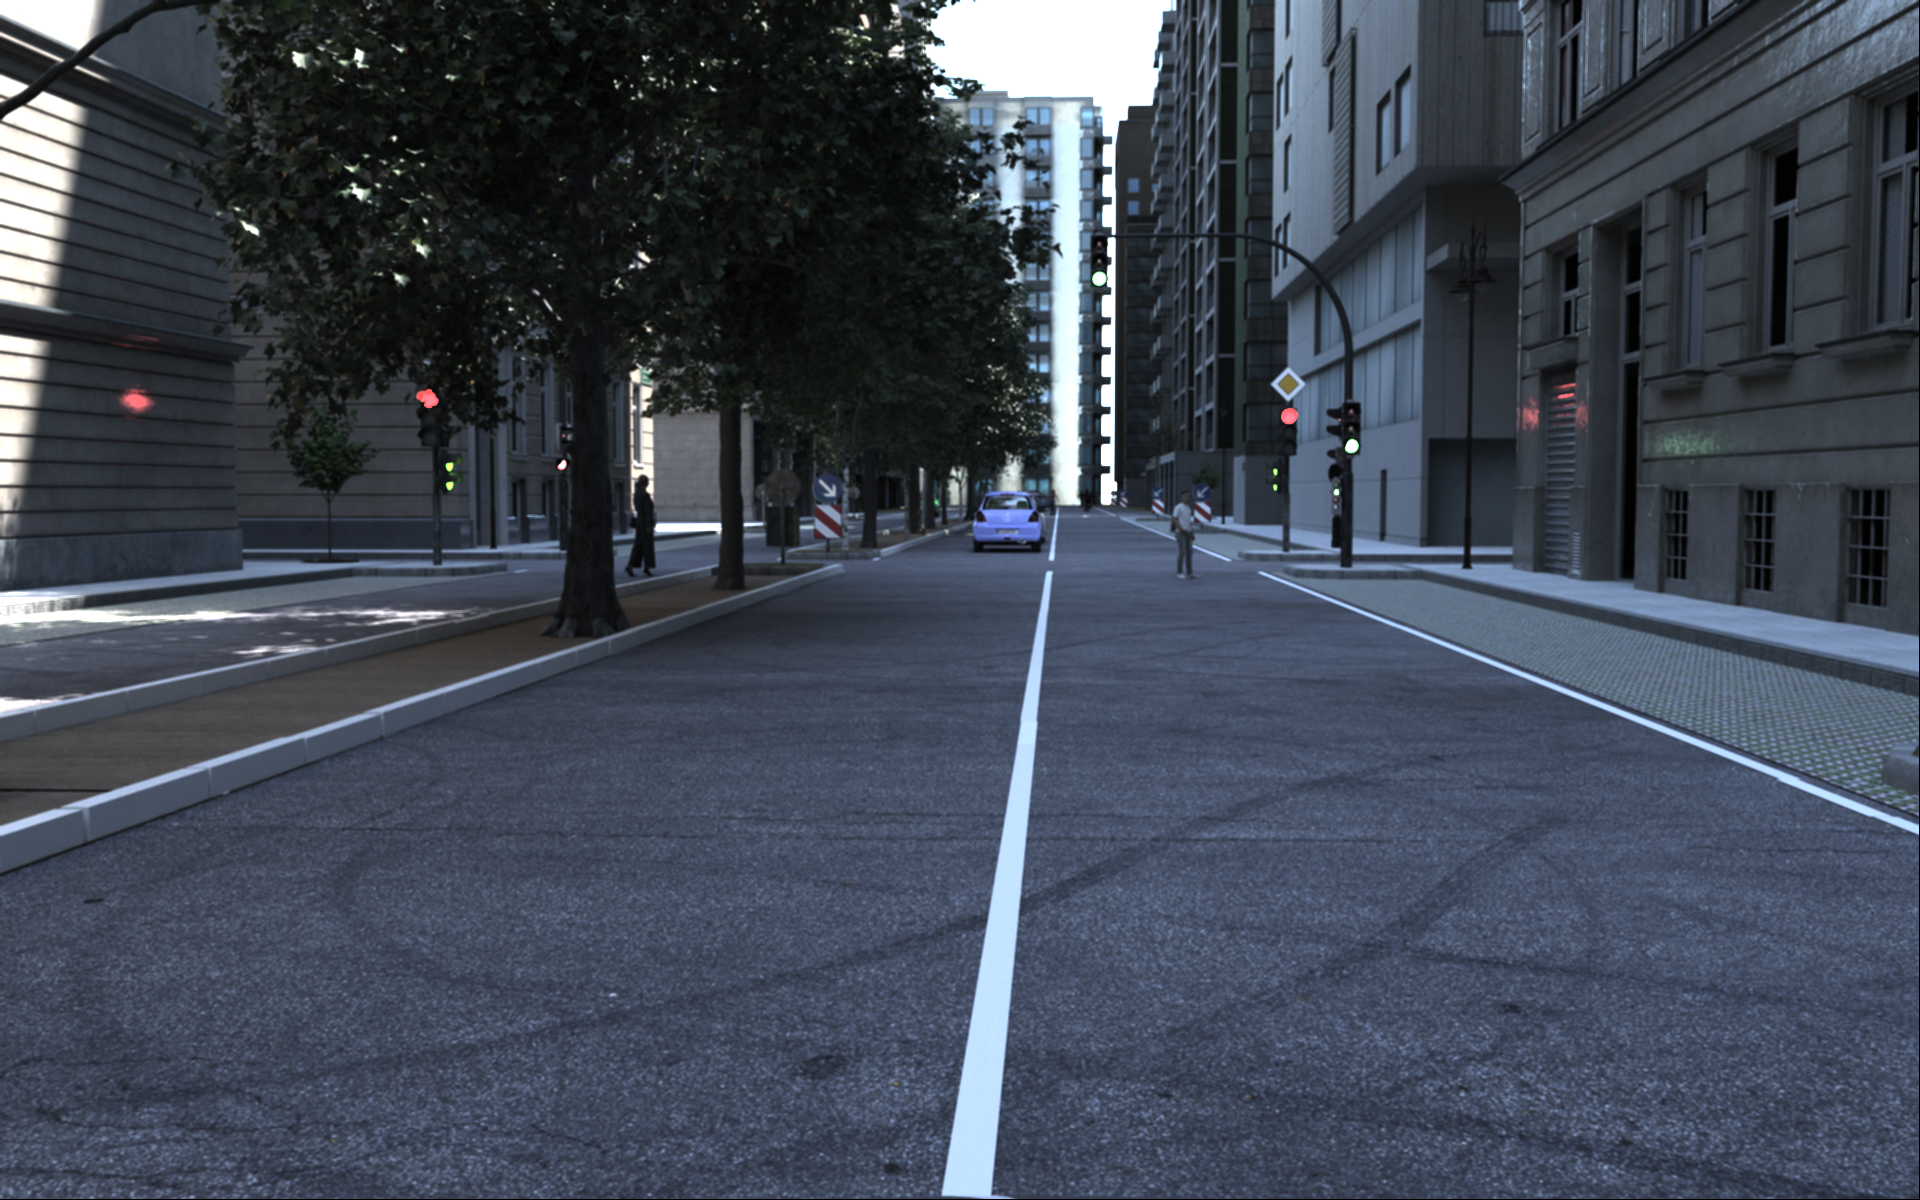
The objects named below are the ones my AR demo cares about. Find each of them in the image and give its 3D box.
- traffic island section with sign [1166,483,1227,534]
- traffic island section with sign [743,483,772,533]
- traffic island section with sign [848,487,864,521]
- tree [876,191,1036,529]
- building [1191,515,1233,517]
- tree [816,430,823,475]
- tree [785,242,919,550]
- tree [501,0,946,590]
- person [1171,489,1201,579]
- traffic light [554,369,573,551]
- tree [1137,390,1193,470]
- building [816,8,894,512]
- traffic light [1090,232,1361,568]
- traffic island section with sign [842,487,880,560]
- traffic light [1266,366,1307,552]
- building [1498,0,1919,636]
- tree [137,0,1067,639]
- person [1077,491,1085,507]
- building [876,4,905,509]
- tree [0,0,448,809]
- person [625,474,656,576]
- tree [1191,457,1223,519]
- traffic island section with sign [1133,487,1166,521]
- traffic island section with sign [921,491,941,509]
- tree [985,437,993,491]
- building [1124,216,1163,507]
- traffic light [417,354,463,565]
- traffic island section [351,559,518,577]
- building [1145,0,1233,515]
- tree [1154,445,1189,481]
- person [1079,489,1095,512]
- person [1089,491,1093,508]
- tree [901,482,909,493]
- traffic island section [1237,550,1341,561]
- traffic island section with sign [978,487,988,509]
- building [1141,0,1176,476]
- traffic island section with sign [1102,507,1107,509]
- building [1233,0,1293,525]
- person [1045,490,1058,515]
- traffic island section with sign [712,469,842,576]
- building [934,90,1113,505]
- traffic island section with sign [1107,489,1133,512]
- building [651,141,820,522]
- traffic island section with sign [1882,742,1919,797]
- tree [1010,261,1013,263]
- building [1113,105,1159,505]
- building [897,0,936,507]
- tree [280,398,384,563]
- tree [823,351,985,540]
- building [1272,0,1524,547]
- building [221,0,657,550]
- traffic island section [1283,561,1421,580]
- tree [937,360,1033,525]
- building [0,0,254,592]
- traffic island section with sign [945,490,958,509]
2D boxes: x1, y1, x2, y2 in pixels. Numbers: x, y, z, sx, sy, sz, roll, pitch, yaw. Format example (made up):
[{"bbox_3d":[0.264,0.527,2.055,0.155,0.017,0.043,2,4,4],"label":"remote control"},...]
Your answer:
[{"bbox_3d":[8.691,-3.346,63.342,1.989,1.847,2.006,0,4,3],"label":"traffic island section with sign"},{"bbox_3d":[-7.231,-3.372,63.768,1.989,1.847,2.006,0,4,3],"label":"traffic island section with sign"},{"bbox_3d":[-5.616,-5.100,92.017,1.989,1.847,2.006,0,4,3],"label":"traffic island section with sign"},{"bbox_3d":[-1.343,-9.882,70.683,9.857,13.997,8.962,0,3,0],"label":"tree"},{"bbox_3d":[22.716,-40.529,100.906,20.563,71.187,20.611,0,4,3],"label":"building"},{"bbox_3d":[-7.895,-9.833,111.127,4.737,8.622,4.395,0,3,0],"label":"tree"},{"bbox_3d":[-2.659,-5.336,40.055,4.360,8.622,3.978,0,3,0],"label":"tree"},{"bbox_3d":[-3.510,-6.445,25.968,7.486,12.596,7.792,0,3,0],"label":"tree"},{"bbox_3d":[3.810,-1.112,29.278,0.523,1.515,0.503,1,4,13],"label":"person"},{"bbox_3d":[-6.851,-3.935,39.003,4.771,5.953,1.251,0,4,3],"label":"traffic light"},{"bbox_3d":[14.532,-10.411,120.588,4.360,8.622,3.978,0,3,0],"label":"tree"},{"bbox_3d":[-16.677,-28.996,128.708,22.147,44.769,28.867,0,4,3],"label":"building"},{"bbox_3d":[4.638,-3.395,30.184,4.771,5.953,1.251,0,4,3],"label":"traffic light"},{"bbox_3d":[-2.852,-1.859,38.528,2.006,1.907,1.989,0,4,3],"label":"traffic island section with sign"},{"bbox_3d":[7.191,-3.013,38.177,0.839,4.253,0.868,0,4,3],"label":"traffic light"},{"bbox_3d":[15.892,-11.075,14.365,16.112,22.955,30.059,0,4,3],"label":"building"},{"bbox_3d":[-3.742,-5.986,17.331,9.611,12.733,9.660,0,3,0],"label":"tree"},{"bbox_3d":[13.584,-11.296,193.215,0.705,1.821,1.348,-2,4,-32],"label":"person"},{"bbox_3d":[-12.345,-30.584,150.152,14.600,45.320,14.200,0,4,3],"label":"building"},{"bbox_3d":[-4.812,-4.853,7.557,9.928,11.665,9.643,0,3,0],"label":"tree"},{"bbox_3d":[-5.531,-1.299,30.156,0.576,1.772,0.534,2,4,28],"label":"person"},{"bbox_3d":[12.794,-5.868,90.545,1.663,3.219,1.824,0,3,0],"label":"tree"},{"bbox_3d":[10.304,-5.066,91.463,1.989,1.847,2.006,0,4,3],"label":"traffic island section with sign"},{"bbox_3d":[-2.795,-8.084,140.797,1.989,1.847,2.006,0,4,3],"label":"traffic island section with sign"},{"bbox_3d":[0.067,-8.180,86.564,4.737,8.622,4.395,0,3,0],"label":"tree"},{"bbox_3d":[24.186,-25.049,181.247,14.160,30.474,14.107,0,4,3],"label":"building"},{"bbox_3d":[-9.404,-2.581,31.116,0.839,4.253,0.868,0,4,3],"label":"traffic light"},{"bbox_3d":[-9.443,-0.549,31.253,2.009,0.180,2.903,0,4,3],"label":"traffic island section"},{"bbox_3d":[25.095,-42.410,131.650,20.563,71.187,20.611,0,4,3],"label":"building"},{"bbox_3d":[14.619,-8.079,115.810,4.285,4.588,4.351,0,3,0],"label":"tree"},{"bbox_3d":[10.109,-7.919,137.935,1.348,1.831,0.705,2,4,26],"label":"person"},{"bbox_3d":[12.952,-10.016,172.970,0.721,1.735,1.217,3,5,41],"label":"person"},{"bbox_3d":[-4.524,-10.261,162.375,1.663,3.219,1.824,0,3,0],"label":"tree"},{"bbox_3d":[7.230,-0.979,38.289,2.009,0.180,2.903,0,4,3],"label":"traffic island section"},{"bbox_3d":[1.462,-6.447,113.543,2.006,1.907,1.989,0,4,3],"label":"traffic island section with sign"},{"bbox_3d":[28.974,-32.927,157.967,23.786,49.044,30.456,0,4,3],"label":"building"},{"bbox_3d":[14.664,-9.689,167.047,1.989,1.847,2.006,0,4,3],"label":"traffic island section with sign"},{"bbox_3d":[19.154,-18.673,76.999,14.160,30.474,14.107,0,4,3],"label":"building"},{"bbox_3d":[6.202,-6.588,116.935,1.217,1.743,0.721,3,5,45],"label":"person"},{"bbox_3d":[-3.288,-1.407,31.133,2.006,1.907,1.989,0,4,3],"label":"traffic island section with sign"},{"bbox_3d":[2.915,-35.997,208.157,30.456,49.044,23.786,0,4,3],"label":"building"},{"bbox_3d":[13.100,-8.038,140.047,1.989,1.847,2.006,0,4,3],"label":"traffic island section with sign"},{"bbox_3d":[-13.734,-13.975,79.399,10.553,20.767,40.483,0,4,3],"label":"building"},{"bbox_3d":[5.499,0.040,7.976,1.989,1.847,2.006,0,4,3],"label":"traffic island section with sign"},{"bbox_3d":[-2.481,-7.667,45.947,7.486,12.596,7.792,0,3,0],"label":"tree"},{"bbox_3d":[25.307,-33.782,202.449,14.200,45.320,14.600,0,4,3],"label":"building"},{"bbox_3d":[-13.578,-45.357,179.845,20.611,71.187,20.563,0,4,3],"label":"building"},{"bbox_3d":[-12.001,-2.324,32.595,1.663,3.219,1.824,0,3,0],"label":"tree"},{"bbox_3d":[-1.610,-6.122,52.918,4.737,8.622,4.395,0,3,0],"label":"tree"},{"bbox_3d":[23.987,-28.218,50.611,27.495,52.752,28.713,0,4,3],"label":"building"},{"bbox_3d":[-17.141,-16.095,49.059,13.634,28.700,20.117,0,4,3],"label":"building"},{"bbox_3d":[6.771,-0.491,30.317,2.009,0.180,2.903,0,4,3],"label":"traffic island section"},{"bbox_3d":[-0.676,-8.771,80.279,8.767,10.594,7.601,0,4,3],"label":"tree"},{"bbox_3d":[-29.364,-12.562,24.467,34.723,24.649,14.460,0,4,3],"label":"building"},{"bbox_3d":[-1.192,-9.789,168.679,1.989,1.847,2.006,0,4,3],"label":"traffic island section with sign"}]
